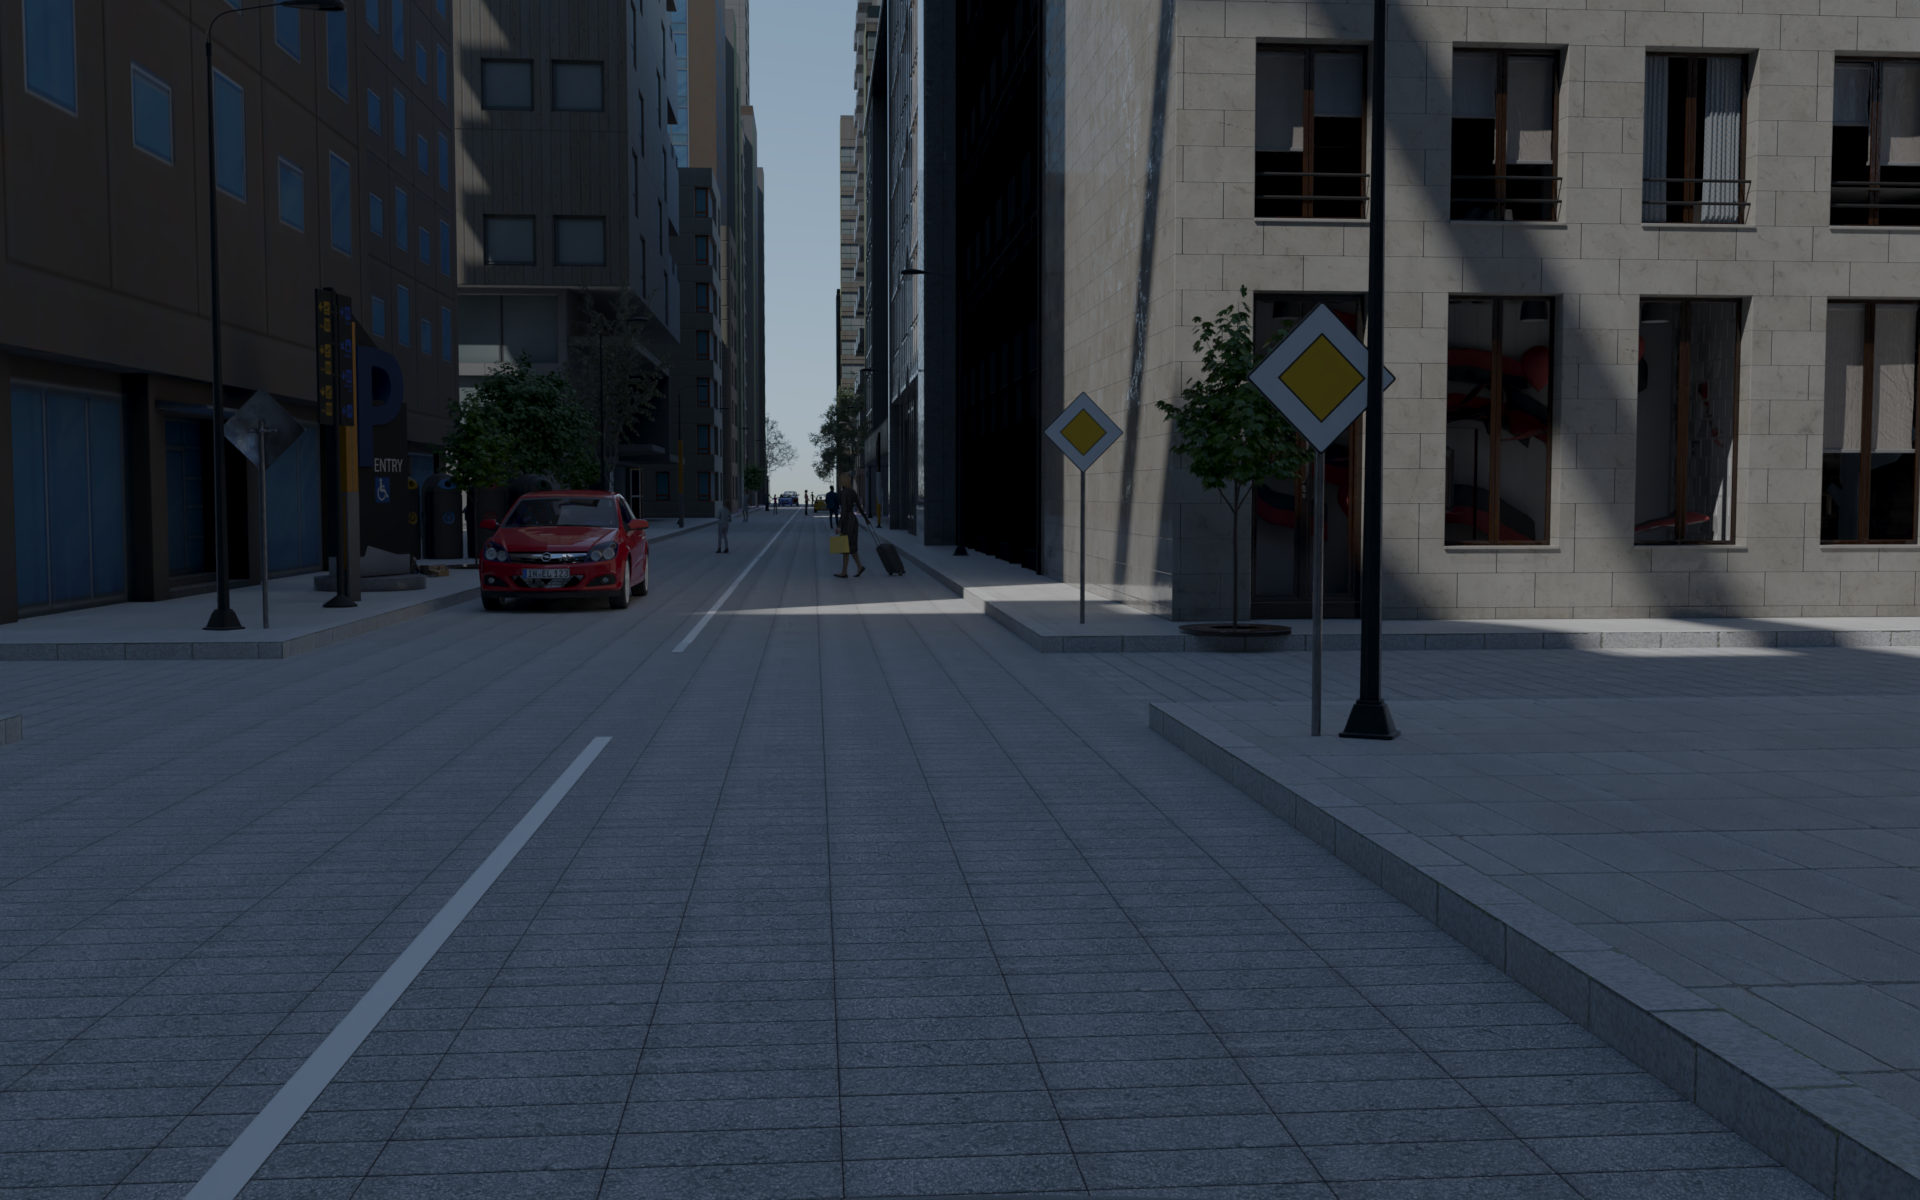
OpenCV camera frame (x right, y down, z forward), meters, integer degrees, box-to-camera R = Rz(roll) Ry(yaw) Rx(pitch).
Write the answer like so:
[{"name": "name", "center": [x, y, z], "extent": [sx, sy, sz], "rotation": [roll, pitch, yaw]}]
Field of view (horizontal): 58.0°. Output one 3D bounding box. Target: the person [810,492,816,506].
[{"name": "person", "center": [-17.126, -11.775, 201.837], "extent": [0.721, 1.723, 1.217], "rotation": [-3, 4, -37]}]

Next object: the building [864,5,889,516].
[{"name": "building", "center": [1.046, -20.518, 107.172], "extent": [14.160, 30.474, 14.107], "rotation": [0, 4, -5]}]

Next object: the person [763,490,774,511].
[{"name": "person", "center": [-16.157, -8.369, 145.420], "extent": [1.350, 1.814, 0.705], "rotation": [3, 5, 42]}]

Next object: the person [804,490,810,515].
[{"name": "person", "center": [-10.242, -6.554, 116.360], "extent": [0.721, 1.736, 1.217], "rotation": [0, 4, 7]}]

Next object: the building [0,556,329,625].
[{"name": "building", "center": [-16.448, -22.690, 21.089], "extent": [14.600, 45.320, 14.200], "rotation": [0, 4, -5]}]

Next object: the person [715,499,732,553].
[{"name": "person", "center": [-5.754, -1.787, 41.996], "extent": [0.394, 1.301, 0.425], "rotation": [2, 4, 35]}]

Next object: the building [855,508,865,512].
[{"name": "building", "center": [8.560, -26.588, 126.597], "extent": [32.217, 40.220, 23.993], "rotation": [0, 4, -5]}]

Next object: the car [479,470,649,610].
[{"name": "car", "center": [-5.150, -0.844, 22.846], "extent": [2.155, 1.783, 4.494], "rotation": [0, 4, -5]}]

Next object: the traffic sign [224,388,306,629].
[{"name": "traffic sign", "center": [-6.610, -0.783, 16.440], "extent": [0.795, 2.450, 0.064], "rotation": [0, 4, -5]}]

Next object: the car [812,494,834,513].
[{"name": "car", "center": [-10.332, -7.485, 132.598], "extent": [2.015, 1.641, 3.980], "rotation": [0, 4, -4]}]

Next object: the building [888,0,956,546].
[{"name": "building", "center": [4.248, -14.353, 52.700], "extent": [12.078, 24.808, 19.932], "rotation": [0, 4, -5]}]

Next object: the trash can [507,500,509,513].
[{"name": "trash can", "center": [-11.576, -1.934, 43.272], "extent": [0.748, 1.137, 0.748], "rotation": [0, 3, 0]}]

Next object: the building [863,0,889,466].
[{"name": "building", "center": [3.250, -15.816, 77.657], "extent": [14.314, 24.678, 30.058], "rotation": [0, 4, -5]}]

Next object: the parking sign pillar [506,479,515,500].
[{"name": "parking sign pillar", "center": [-15.498, -4.227, 57.584], "extent": [1.447, 3.967, 1.447], "rotation": [0, 4, 6]}]

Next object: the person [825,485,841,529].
[{"name": "person", "center": [-5.261, -3.867, 71.911], "extent": [0.721, 1.800, 0.419], "rotation": [1, 4, 18]}]

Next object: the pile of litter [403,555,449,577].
[{"name": "pile of litter", "center": [-8.675, -0.815, 27.296], "extent": [1.176, 0.858, 1.719], "rotation": [-2, 4, -25]}]

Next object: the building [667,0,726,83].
[{"name": "building", "center": [-24.325, -29.132, 126.413], "extent": [14.600, 45.320, 14.200], "rotation": [0, 4, -5]}]

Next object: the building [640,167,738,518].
[{"name": "building", "center": [-28.115, -15.914, 105.230], "extent": [27.650, 21.520, 28.899], "rotation": [0, 4, -5]}]

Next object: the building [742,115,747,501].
[{"name": "building", "center": [-26.841, -28.841, 155.149], "extent": [14.154, 41.232, 14.086], "rotation": [0, 4, -5]}]

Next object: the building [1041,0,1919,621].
[{"name": "building", "center": [10.071, -10.270, 22.663], "extent": [16.860, 20.320, 10.420], "rotation": [0, 4, -5]}]

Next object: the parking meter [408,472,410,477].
[{"name": "parking meter", "center": [-12.778, -2.077, 39.667], "extent": [0.399, 1.863, 0.255], "rotation": [0, 4, 4]}]

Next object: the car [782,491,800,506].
[{"name": "car", "center": [-20.541, -12.296, 209.709], "extent": [2.281, 1.827, 5.304], "rotation": [0, 4, -4]}]

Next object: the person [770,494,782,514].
[{"name": "person", "center": [-13.137, -6.834, 123.458], "extent": [0.991, 1.433, 0.599], "rotation": [-2, 4, -34]}]

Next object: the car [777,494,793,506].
[{"name": "car", "center": [-20.675, -11.944, 204.878], "extent": [1.945, 1.707, 3.694], "rotation": [0, 4, -5]}]

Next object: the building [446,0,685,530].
[{"name": "building", "center": [-26.188, -29.540, 72.214], "extent": [28.713, 52.752, 27.495], "rotation": [0, 4, -5]}]

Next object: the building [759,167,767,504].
[{"name": "building", "center": [-30.848, -32.193, 209.948], "extent": [14.154, 41.232, 14.086], "rotation": [0, 4, -5]}]

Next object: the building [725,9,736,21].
[{"name": "building", "center": [-25.434, -27.986, 141.158], "extent": [14.154, 41.232, 14.086], "rotation": [0, 4, -5]}]

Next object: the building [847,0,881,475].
[{"name": "building", "center": [1.968, -32.626, 153.039], "extent": [23.786, 49.044, 30.456], "rotation": [0, 4, -5]}]

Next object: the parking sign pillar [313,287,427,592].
[{"name": "parking sign pillar", "center": [-7.948, -2.127, 23.249], "extent": [1.447, 3.967, 1.447], "rotation": [1, 4, 14]}]

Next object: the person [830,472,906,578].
[{"name": "person", "center": [-1.614, -1.295, 29.892], "extent": [1.509, 1.804, 0.699], "rotation": [-2, 4, -32]}]

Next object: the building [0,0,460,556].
[{"name": "building", "center": [-21.506, -24.087, 43.941], "extent": [14.600, 45.320, 14.200], "rotation": [0, 4, -5]}]

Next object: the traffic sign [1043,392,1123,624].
[{"name": "traffic sign", "center": [1.208, -0.822, 17.084], "extent": [0.795, 2.450, 0.064], "rotation": [0, 4, -5]}]

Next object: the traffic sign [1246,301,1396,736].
[{"name": "traffic sign", "center": [1.887, -0.335, 9.128], "extent": [0.795, 2.450, 0.064], "rotation": [0, 4, -5]}]

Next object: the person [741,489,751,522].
[{"name": "person", "center": [-11.018, -4.868, 89.102], "extent": [0.522, 1.701, 0.512], "rotation": [-1, 4, -10]}]

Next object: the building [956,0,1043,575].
[{"name": "building", "center": [6.689, -12.560, 35.036], "extent": [12.332, 23.373, 15.834], "rotation": [0, 4, -5]}]

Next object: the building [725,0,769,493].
[{"name": "building", "center": [-35.516, -48.181, 226.015], "extent": [20.563, 71.187, 20.611], "rotation": [0, 4, -5]}]
